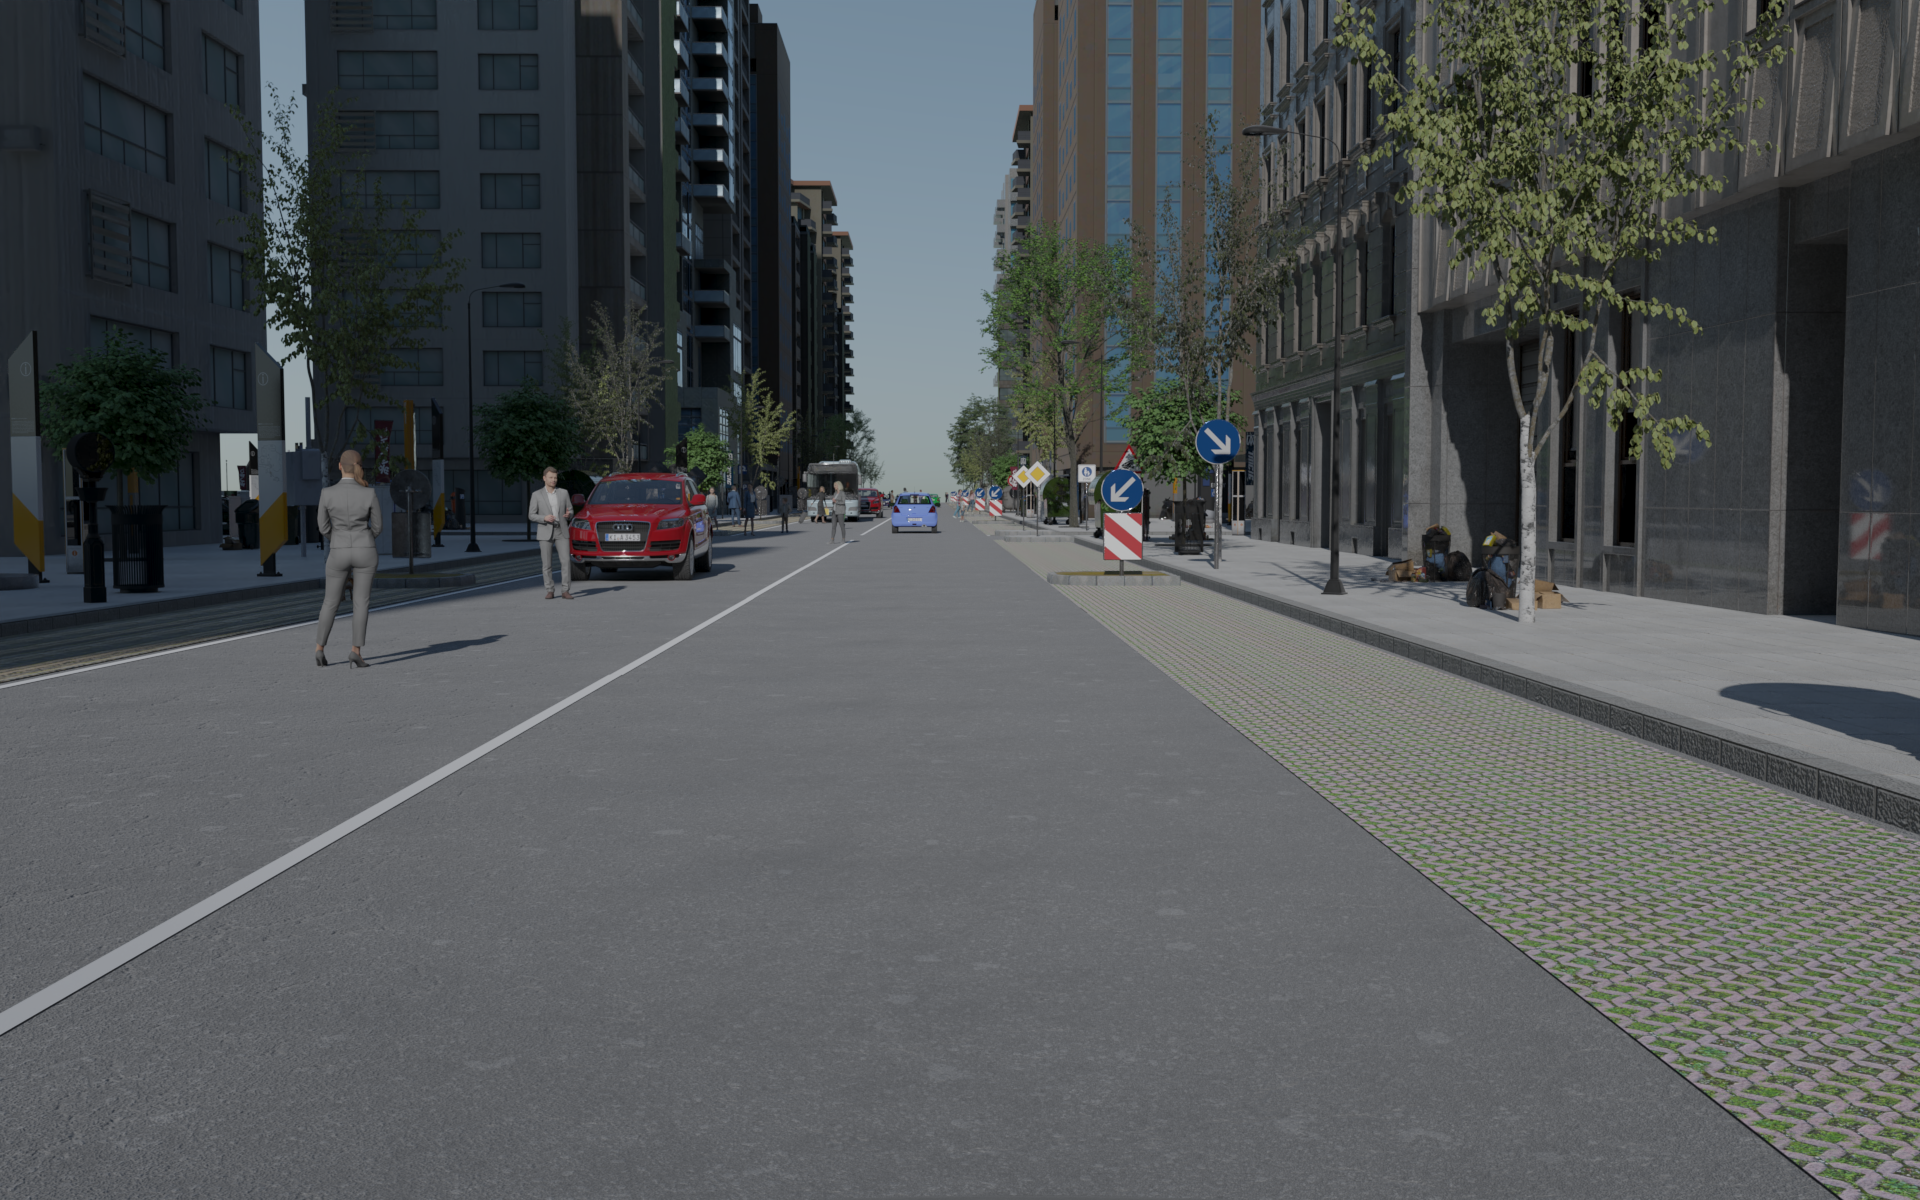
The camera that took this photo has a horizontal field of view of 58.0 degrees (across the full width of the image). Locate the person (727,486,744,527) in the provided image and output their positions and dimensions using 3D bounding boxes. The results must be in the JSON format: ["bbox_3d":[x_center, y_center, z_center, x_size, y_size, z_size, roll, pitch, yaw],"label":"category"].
[{"bbox_3d":[-9.735,-4.055,74.982,0.721,1.800,0.419,1,4,17],"label":"person"}]

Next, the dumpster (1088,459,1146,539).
[{"bbox_3d":[4.453,-2.847,49.043,1.502,2.255,1.985,0,4,-1],"label":"dumpster"}]

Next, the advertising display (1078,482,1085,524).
[{"bbox_3d":[5.286,-4.286,75.283,0.123,1.923,0.974,1,4,13],"label":"advertising display"}]

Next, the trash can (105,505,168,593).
[{"bbox_3d":[-10.715,-0.668,22.574,0.748,1.137,0.748,0,3,0],"label":"trash can"}]

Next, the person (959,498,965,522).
[{"bbox_3d":[0.108,-4.593,88.273,0.352,1.250,0.332,1,4,21],"label":"person"}]

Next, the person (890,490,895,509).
[{"bbox_3d":[-6.430,-9.559,164.789,0.705,1.824,1.348,-1,4,-14],"label":"person"}]

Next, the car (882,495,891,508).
[{"bbox_3d":[-8.220,-10.401,182.643,1.945,1.354,3.894,0,4,-3],"label":"car"}]

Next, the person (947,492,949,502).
[{"bbox_3d":[-2.140,-17.433,294.450,0.530,1.710,0.541,-2,4,-29],"label":"person"}]

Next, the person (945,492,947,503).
[{"bbox_3d":[-2.187,-16.695,282.288,0.721,1.723,1.217,2,4,25],"label":"person"}]

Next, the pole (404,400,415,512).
[{"bbox_3d":[-11.960,-2.679,37.647,0.158,3.312,0.155,0,3,0],"label":"pole"}]

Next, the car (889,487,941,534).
[{"bbox_3d":[-1.678,-3.339,64.184,1.945,1.707,3.694,0,4,-1],"label":"car"}]

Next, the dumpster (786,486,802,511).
[{"bbox_3d":[-12.344,-7.533,128.914,1.264,1.857,1.865,0,4,-1],"label":"dumpster"}]

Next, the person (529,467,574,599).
[{"bbox_3d":[-5.525,-0.910,23.573,0.606,1.804,0.583,-2,4,-30],"label":"person"}]

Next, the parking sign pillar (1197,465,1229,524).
[{"bbox_3d":[11.079,-5.344,75.842,1.447,3.967,1.447,-1,4,-15],"label":"parking sign pillar"}]

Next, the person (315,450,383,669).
[{"bbox_3d":[-5.058,-0.339,14.320,0.520,1.790,0.573,-2,4,-29],"label":"person"}]

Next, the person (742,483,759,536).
[{"bbox_3d":[-7.231,-3.125,59.620,0.581,1.822,0.654,-1,4,-23],"label":"person"}]

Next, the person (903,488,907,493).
[{"bbox_3d":[-3.043,-5.451,97.811,0.721,1.800,0.419,-1,4,-13],"label":"person"}]

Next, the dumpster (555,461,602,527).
[{"bbox_3d":[-11.141,-2.937,50.509,1.502,2.255,1.985,0,4,-1],"label":"dumpster"}]

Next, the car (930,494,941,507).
[{"bbox_3d":[-3.038,-10.877,186.632,1.959,1.807,4.718,0,4,-1],"label":"car"}]

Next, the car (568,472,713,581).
[{"bbox_3d":[-5.517,-1.322,30.292,2.281,1.827,5.304,0,4,-3],"label":"car"}]

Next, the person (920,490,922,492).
[{"bbox_3d":[-3.472,-9.056,156.437,0.599,1.838,0.709,0,4,1],"label":"person"}]

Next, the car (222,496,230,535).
[{"bbox_3d":[-23.653,-2.756,54.848,4.222,1.686,2.009,0,4,-3],"label":"car"}]

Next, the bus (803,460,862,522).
[{"bbox_3d":[-6.628,-5.958,92.266,2.948,3.499,13.247,0,4,-3],"label":"bus"}]

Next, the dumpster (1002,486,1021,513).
[{"bbox_3d":[3.473,-6.813,117.158,1.264,1.857,1.865,0,4,-1],"label":"dumpster"}]

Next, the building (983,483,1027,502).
[{"bbox_3d":[19.889,-36.139,282.751,32.217,40.220,23.993,0,4,-1],"label":"building"}]

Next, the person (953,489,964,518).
[{"bbox_3d":[-0.097,-5.712,102.727,0.643,1.720,0.563,0,4,6],"label":"person"}]

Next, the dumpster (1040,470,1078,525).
[{"bbox_3d":[4.106,-4.234,71.715,1.502,2.255,1.985,0,4,-1],"label":"dumpster"}]

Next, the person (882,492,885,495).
[{"bbox_3d":[-11.814,-15.791,266.819,1.348,1.807,0.705,0,4,3],"label":"person"}]

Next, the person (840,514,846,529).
[{"bbox_3d":[-4.800,-3.564,71.016,0.306,1.304,0.590,1,4,16],"label":"person"}]

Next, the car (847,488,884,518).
[{"bbox_3d":[-5.676,-5.826,103.932,2.281,1.827,5.304,0,4,0],"label":"car"}]

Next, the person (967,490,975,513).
[{"bbox_3d":[0.764,-7.230,127.296,0.593,1.750,0.643,-1,4,-22],"label":"person"}]

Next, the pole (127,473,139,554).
[{"bbox_3d":[-17.794,-2.655,37.245,0.158,3.312,0.155,0,3,0],"label":"pole"}]

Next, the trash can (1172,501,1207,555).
[{"bbox_3d":[4.820,-1.516,36.435,0.748,1.137,0.748,0,3,0],"label":"trash can"}]

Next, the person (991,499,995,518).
[{"bbox_3d":[1.987,-5.595,104.643,0.373,1.253,0.362,-2,4,-35],"label":"person"}]

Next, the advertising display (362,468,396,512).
[{"bbox_3d":[-14.410,-2.293,42.706,0.974,1.923,0.123,0,4,5],"label":"advertising display"}]

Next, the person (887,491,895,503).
[{"bbox_3d":[-9.877,-14.387,243.804,1.350,1.814,0.705,0,4,-6],"label":"person"}]

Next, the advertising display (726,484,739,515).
[{"bbox_3d":[-13.906,-6.155,105.847,0.123,1.923,0.974,3,5,39],"label":"advertising display"}]

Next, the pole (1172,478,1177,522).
[{"bbox_3d":[9.990,-5.298,80.462,0.158,3.312,0.155,0,3,0],"label":"pole"}]

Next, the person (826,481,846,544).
[{"bbox_3d":[-3.518,-2.514,49.780,0.526,1.800,0.537,-3,4,-36],"label":"person"}]

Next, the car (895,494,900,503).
[{"bbox_3d":[-9.296,-15.915,272.205,2.014,1.417,4.499,0,4,0],"label":"car"}]

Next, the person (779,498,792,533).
[{"bbox_3d":[-6.434,-3.123,63.836,0.475,1.303,0.640,0,4,3],"label":"person"}]

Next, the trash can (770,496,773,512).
[{"bbox_3d":[-13.559,-6.792,122.699,0.748,1.137,0.748,0,3,0],"label":"trash can"}]

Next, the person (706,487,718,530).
[{"bbox_3d":[-9.307,-3.399,65.071,0.512,1.701,0.522,0,4,-1],"label":"person"}]

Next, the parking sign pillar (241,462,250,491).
[{"bbox_3d":[-53.684,-8.678,130.356,1.447,3.967,1.447,0,4,-2],"label":"parking sign pillar"}]

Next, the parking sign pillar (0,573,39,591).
[{"bbox_3d":[-13.280,-2.131,23.315,1.447,3.967,1.447,-2,4,-26],"label":"parking sign pillar"}]

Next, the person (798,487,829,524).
[{"bbox_3d":[-7.110,-4.615,84.171,1.509,1.804,0.699,-1,4,-13],"label":"person"}]
